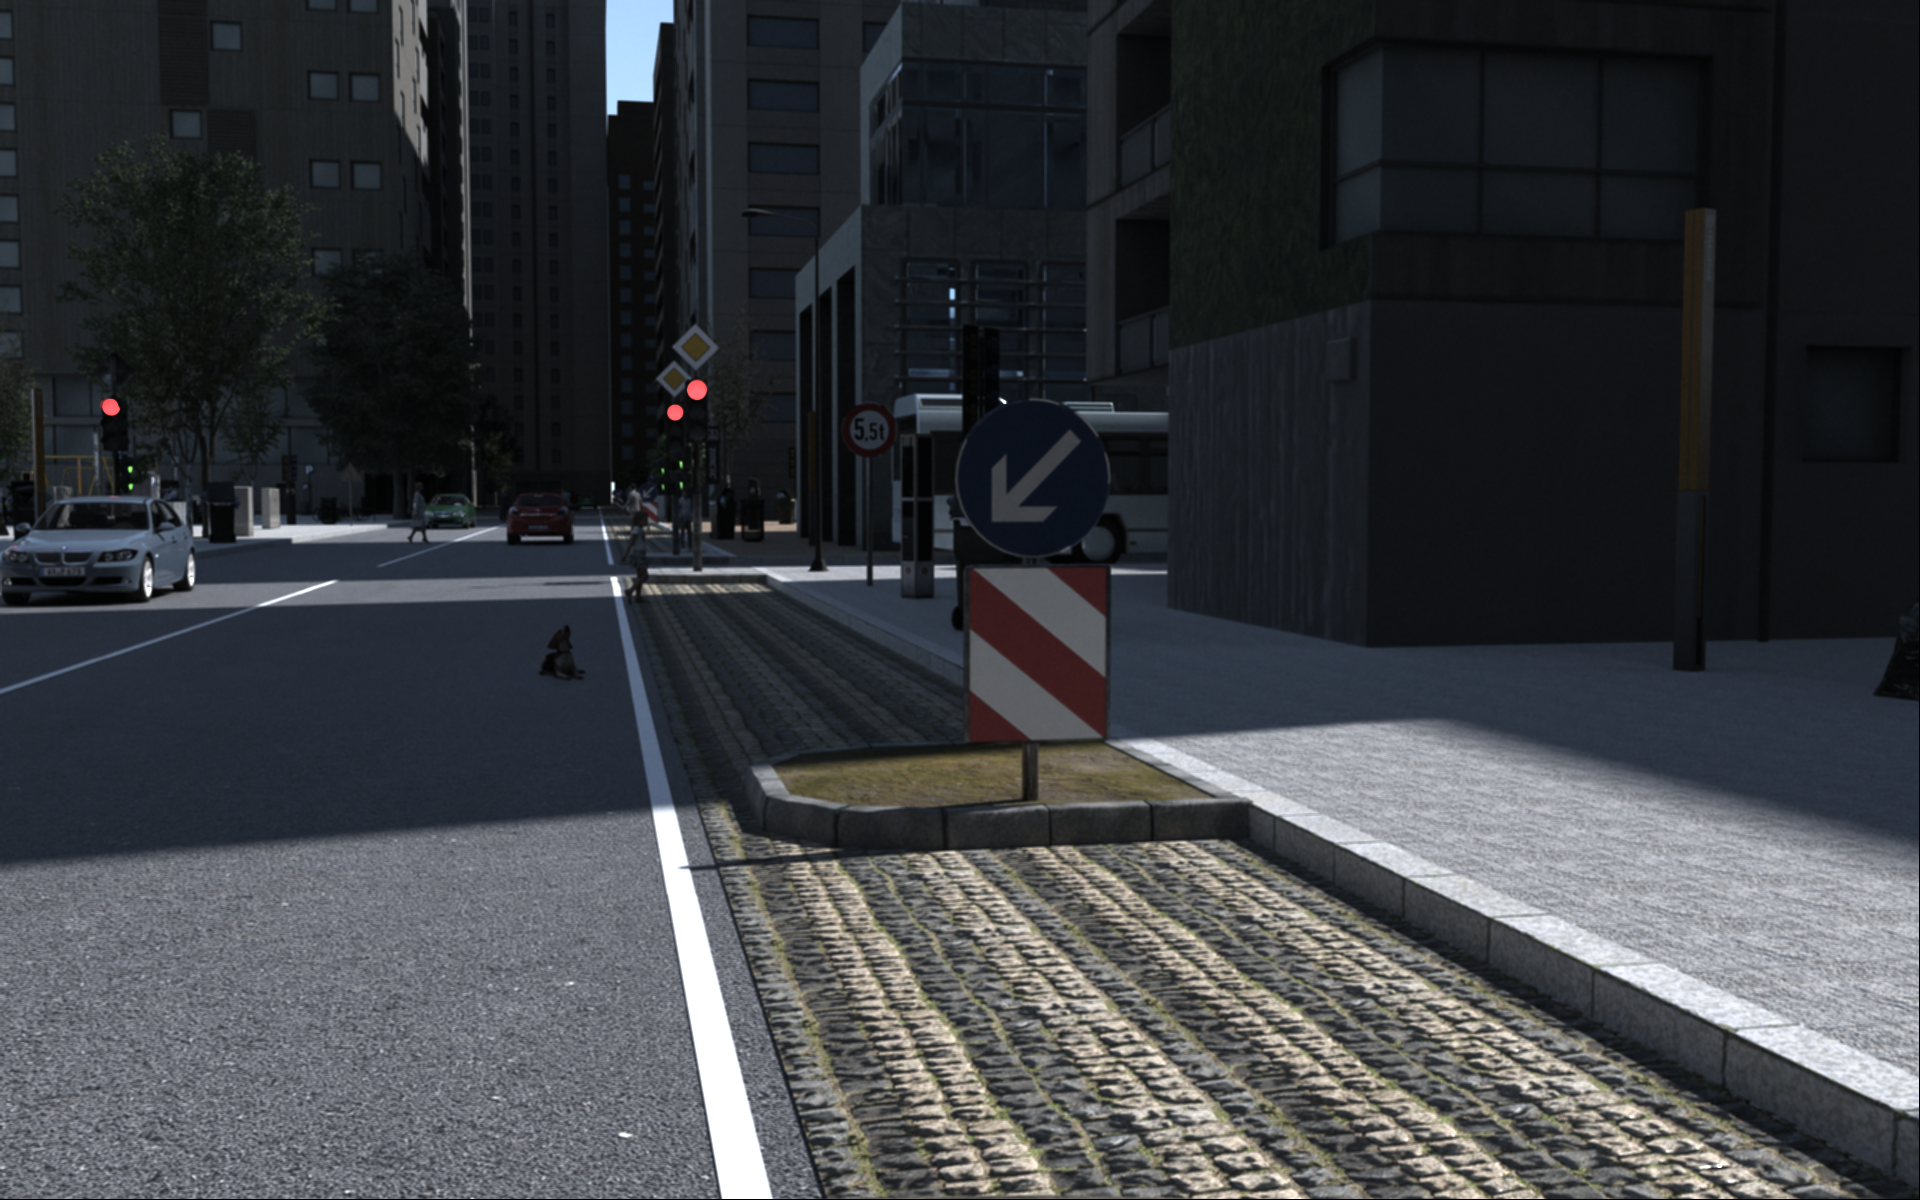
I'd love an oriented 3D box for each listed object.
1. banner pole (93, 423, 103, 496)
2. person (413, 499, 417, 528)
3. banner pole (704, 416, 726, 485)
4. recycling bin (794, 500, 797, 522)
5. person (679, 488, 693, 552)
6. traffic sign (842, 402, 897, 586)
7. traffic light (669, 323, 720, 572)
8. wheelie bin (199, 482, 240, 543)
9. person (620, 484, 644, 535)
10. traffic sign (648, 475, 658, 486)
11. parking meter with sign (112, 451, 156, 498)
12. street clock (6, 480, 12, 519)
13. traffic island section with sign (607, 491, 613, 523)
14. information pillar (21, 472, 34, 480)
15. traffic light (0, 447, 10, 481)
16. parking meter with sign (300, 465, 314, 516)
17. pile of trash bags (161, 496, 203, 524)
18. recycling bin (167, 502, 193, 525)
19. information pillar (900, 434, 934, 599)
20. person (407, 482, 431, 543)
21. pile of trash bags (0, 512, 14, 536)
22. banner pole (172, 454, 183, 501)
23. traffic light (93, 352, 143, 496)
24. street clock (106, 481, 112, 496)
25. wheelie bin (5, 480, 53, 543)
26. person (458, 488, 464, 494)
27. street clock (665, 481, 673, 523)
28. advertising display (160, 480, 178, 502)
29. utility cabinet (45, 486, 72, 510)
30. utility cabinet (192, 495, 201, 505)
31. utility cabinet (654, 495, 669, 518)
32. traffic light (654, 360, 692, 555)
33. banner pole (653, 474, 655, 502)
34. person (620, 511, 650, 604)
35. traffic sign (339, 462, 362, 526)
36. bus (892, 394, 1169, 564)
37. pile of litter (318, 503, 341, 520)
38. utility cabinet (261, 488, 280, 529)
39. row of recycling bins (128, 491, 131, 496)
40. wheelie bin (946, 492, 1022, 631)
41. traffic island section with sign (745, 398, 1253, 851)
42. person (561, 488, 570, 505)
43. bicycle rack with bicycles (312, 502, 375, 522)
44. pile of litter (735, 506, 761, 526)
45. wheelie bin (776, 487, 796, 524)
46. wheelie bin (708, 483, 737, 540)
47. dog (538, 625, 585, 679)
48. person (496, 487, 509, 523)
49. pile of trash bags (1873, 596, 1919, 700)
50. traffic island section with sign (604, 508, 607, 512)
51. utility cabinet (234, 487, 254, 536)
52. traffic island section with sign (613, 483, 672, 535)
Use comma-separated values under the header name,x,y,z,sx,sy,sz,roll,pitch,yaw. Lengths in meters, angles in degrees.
name,x,y,z,sx,sy,sz,roll,pitch,yaw
banner pole,-30.308,-4.338,60.951,0.863,3.779,0.401,3,5,44
person,-22.660,-3.603,72.099,0.352,1.250,0.332,3,5,42
banner pole,-7.813,-4.026,55.846,0.863,3.779,0.401,0,4,-1
recycling bin,-7.208,-4.039,78.597,0.722,1.027,0.722,-3,5,-43
person,-6.799,-1.987,42.806,0.589,1.601,0.330,-3,5,-42
traffic sign,-1.259,-1.469,24.124,0.768,2.556,0.104,0,4,-2
traffic light,-4.371,-2.428,28.620,0.839,4.253,0.868,-1,4,-12
wheelie bin,-19.460,-2.300,45.520,0.980,1.594,0.693,-2,4,-30
person,-11.124,-3.080,59.132,0.850,1.792,0.678,2,4,29
traffic sign,-18.407,-6.377,104.375,0.768,2.556,0.104,0,4,-3
parking meter with sign,-27.317,-3.772,57.931,1.738,3.016,0.543,0,4,-2
street clock,-49.455,-5.245,90.318,0.471,2.002,0.358,2,4,23
traffic island section with sign,-16.656,-4.818,87.407,1.989,1.847,2.006,-1,4,-12
information pillar,-31.097,-3.262,57.825,0.304,2.012,0.304,-1,4,-14
traffic light,-14.999,-2.291,26.381,0.839,4.253,0.868,-1,4,-12
parking meter with sign,-39.318,-6.602,104.207,0.543,3.016,1.738,0,4,-7
pile of trash bags,-33.574,-3.928,73.981,1.912,1.369,3.447,1,4,12
recycling bin,-25.339,-2.657,55.999,0.722,1.027,0.722,2,4,33
information pillar,-0.525,-1.030,21.336,0.304,2.012,0.304,-3,5,-40
person,-15.773,-2.543,50.432,0.624,1.780,0.694,0,4,-1
pile of trash bags,-30.211,-2.673,53.464,1.912,1.369,3.447,1,4,21
banner pole,-43.644,-6.526,96.711,0.863,3.779,0.401,1,4,13
traffic light,-16.639,-2.769,34.196,0.839,4.253,0.868,-1,4,-12
street clock,-47.972,-5.691,97.617,0.358,2.002,0.471,-2,4,-27
wheelie bin,-21.521,-1.966,40.051,0.980,1.594,0.693,-2,4,-26
person,-30.749,-5.998,106.905,0.599,1.781,0.374,-1,4,-13
street clock,-12.956,-4.443,77.217,0.358,2.002,0.471,-2,4,-31
advertising display,-37.077,-4.648,81.201,0.123,1.923,0.974,2,4,24
utility cabinet,-25.249,-2.438,48.534,0.318,1.500,1.173,0,4,-4
utility cabinet,-43.818,-5.445,100.192,1.020,1.237,0.306,-1,4,-16
utility cabinet,-16.012,-4.998,92.886,1.020,1.237,0.306,3,5,45
traffic light,-6.012,-2.906,36.436,0.839,4.253,0.868,-1,4,-12
banner pole,-17.486,-6.663,98.960,0.401,3.779,0.863,0,4,-5
person,-4.252,-0.561,22.683,0.382,1.210,0.505,0,4,-7
traffic sign,-24.604,-4.276,69.917,0.884,2.594,0.081,0,4,-7
bus,5.391,-2.406,34.198,13.247,3.499,2.948,-1,4,-13
pile of litter,-31.535,-4.454,86.787,1.176,0.858,1.719,1,4,12
utility cabinet,-25.426,-3.379,63.927,0.318,1.500,1.173,0,4,-4
row of recycling bins,-40.716,-4.847,86.358,1.069,1.692,3.534,-1,4,-17
wheelie bin,0.310,-0.514,16.304,0.980,1.594,0.693,2,4,29
traffic island section with sign,0.048,0.044,7.901,1.989,1.847,2.006,-1,4,-12
person,-23.825,-5.876,104.599,0.660,1.820,0.620,1,4,17
bicycle rack with bicycles,-28.872,-4.143,81.125,2.925,0.926,2.852,-3,5,-43
pile of litter,-8.921,-3.462,70.562,1.719,0.858,1.176,-1,4,-13
wheelie bin,-7.409,-4.019,73.620,0.693,1.594,0.980,1,4,13
wheelie bin,-6.721,-2.519,49.096,0.693,1.594,0.980,-2,4,-31
dog,-3.101,0.395,13.734,0.550,0.427,0.748,1,4,16
person,-22.729,-4.721,86.116,0.576,1.772,0.534,-3,4,-38
pile of trash bags,7.632,-0.090,11.220,3.447,1.369,1.912,-2,4,-34
traffic island section with sign,-26.883,-7.800,136.150,1.989,1.847,2.006,-1,4,-12
utility cabinet,-21.759,-2.633,51.735,1.173,1.500,0.318,0,4,4
traffic island section with sign,-11.051,-3.187,60.729,1.989,1.847,2.006,-1,4,-12
